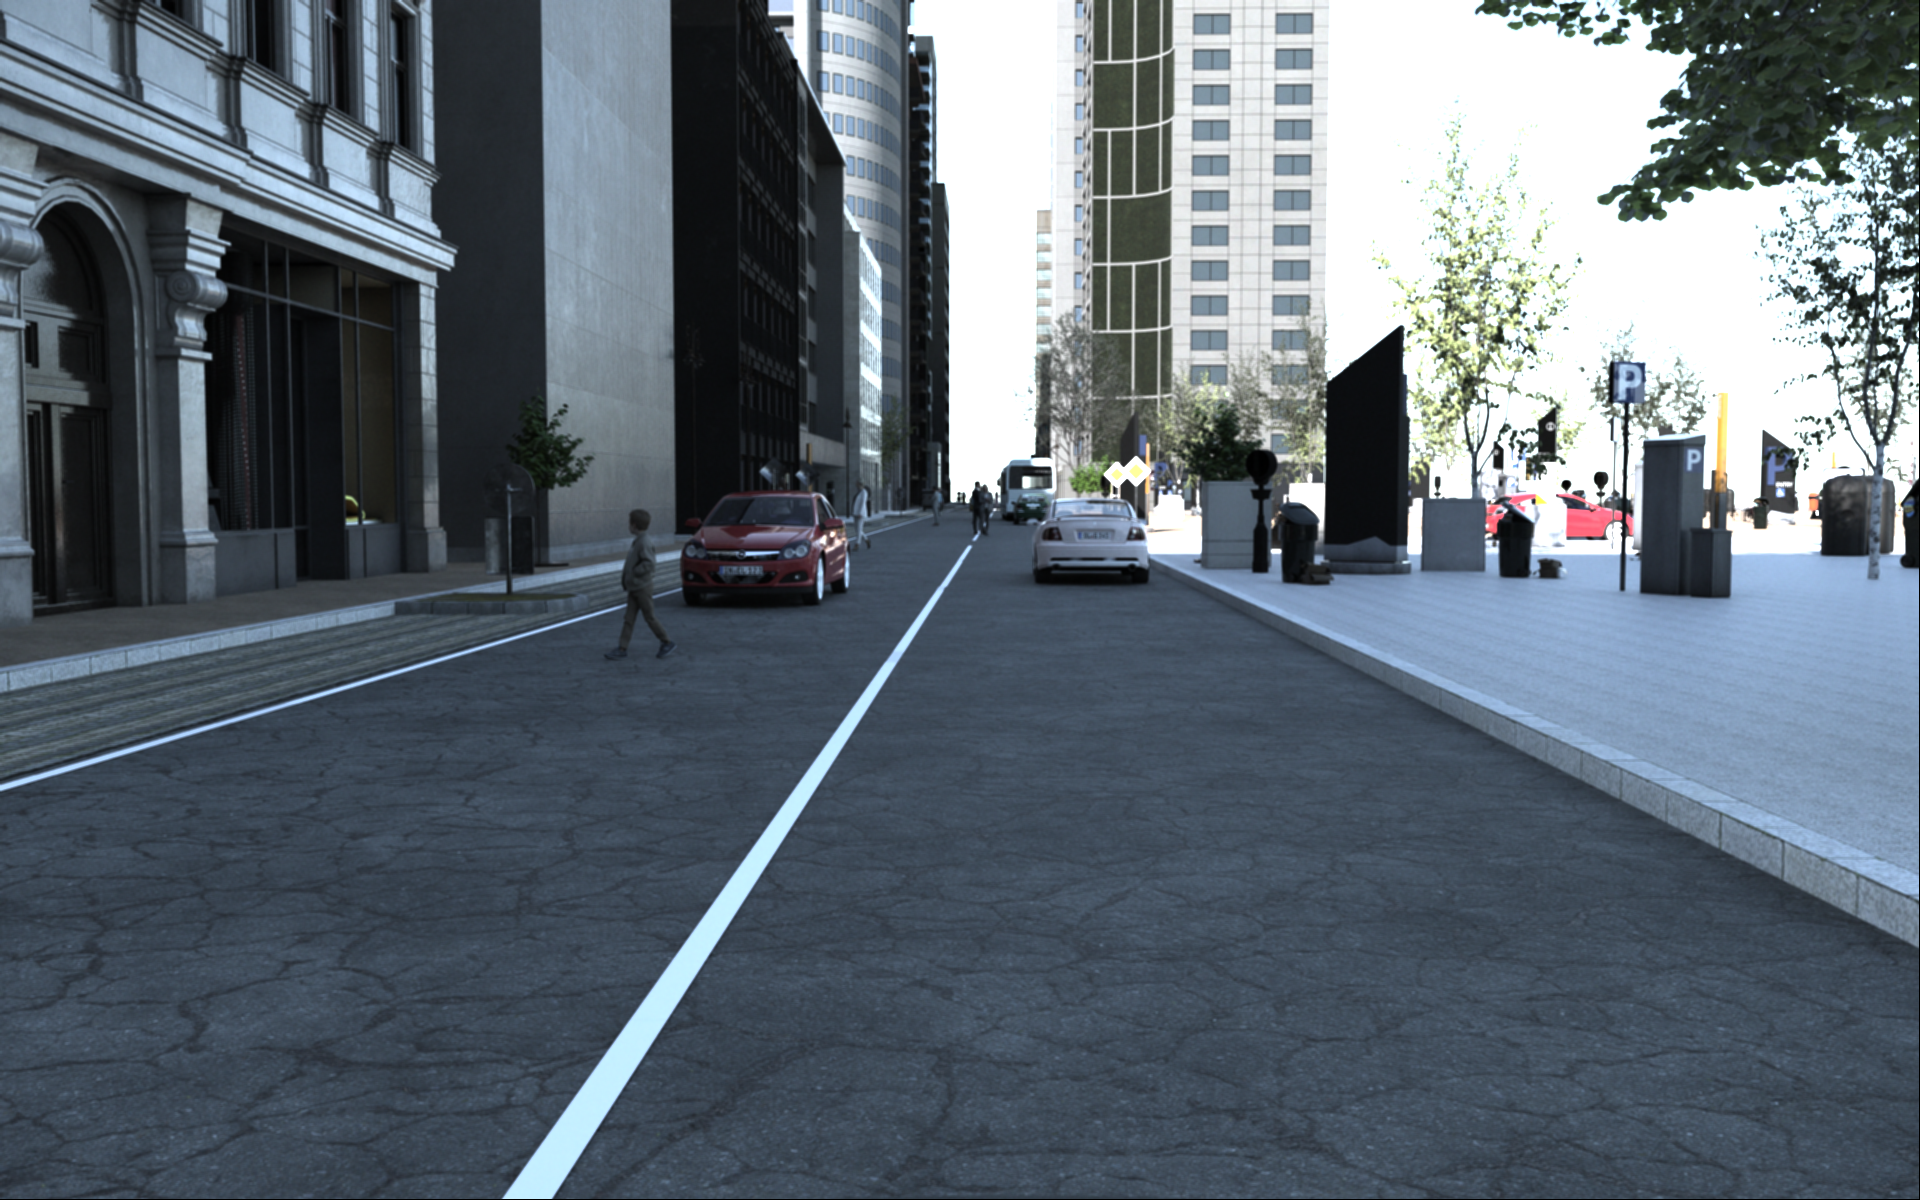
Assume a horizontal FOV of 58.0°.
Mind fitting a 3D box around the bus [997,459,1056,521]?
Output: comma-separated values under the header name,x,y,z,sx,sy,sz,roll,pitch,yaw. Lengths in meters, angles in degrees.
name,x,y,z,sx,sy,sz,roll,pitch,yaw
bus,3.643,-6.201,96.251,2.948,3.499,13.247,0,4,0

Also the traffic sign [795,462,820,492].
name,x,y,z,sx,sy,sz,roll,pitch,yaw
traffic sign,-4.786,-3.110,54.499,0.795,2.450,0.064,0,4,1

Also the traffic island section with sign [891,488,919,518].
name,x,y,z,sx,sy,sz,roll,pitch,yaw
traffic island section with sign,-3.501,-5.858,104.404,1.989,1.847,2.006,0,4,1

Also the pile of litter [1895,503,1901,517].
name,x,y,z,sx,sy,sz,roll,pitch,yaw
pile of litter,51.926,-5.066,96.792,1.176,0.858,1.719,0,4,-1

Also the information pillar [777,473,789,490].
name,x,y,z,sx,sy,sz,roll,pitch,yaw
information pillar,-6.281,-3.492,61.581,0.304,2.012,0.304,3,5,45

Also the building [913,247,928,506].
name,x,y,z,sx,sy,sz,roll,pitch,yaw
building,-10.908,-25.811,193.704,14.160,30.474,14.107,0,4,1

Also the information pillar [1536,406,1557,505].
name,x,y,z,sx,sy,sz,roll,pitch,yaw
information pillar,15.569,-3.339,45.943,0.504,3.616,0.183,2,4,27

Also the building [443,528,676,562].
name,x,y,z,sx,sy,sz,roll,pitch,yaw
building,-22.410,-13.457,39.090,30.058,24.678,14.314,0,4,1

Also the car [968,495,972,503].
name,x,y,z,sx,sy,sz,roll,pitch,yaw
car,2.079,-12.668,219.122,2.014,1.417,4.499,0,4,2

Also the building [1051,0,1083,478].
name,x,y,z,sx,sy,sz,roll,pitch,yaw
building,19.438,-38.376,169.452,21.231,58.520,28.212,0,4,1

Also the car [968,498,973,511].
name,x,y,z,sx,sy,sz,roll,pitch,yaw
car,1.655,-8.223,144.673,2.015,1.641,3.980,0,4,0

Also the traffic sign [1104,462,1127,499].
name,x,y,z,sx,sy,sz,roll,pitch,yaw
traffic sign,4.904,-3.094,54.226,0.795,2.450,0.064,0,4,1

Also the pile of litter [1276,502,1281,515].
name,x,y,z,sx,sy,sz,roll,pitch,yaw
pile of litter,16.734,-4.808,92.571,1.176,0.858,1.719,-1,4,-22

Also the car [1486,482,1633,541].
name,x,y,z,sx,sy,sz,roll,pitch,yaw
car,17.522,-2.533,50.452,4.494,1.783,2.155,0,4,1

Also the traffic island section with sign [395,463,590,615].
name,x,y,z,sx,sy,sz,roll,pitch,yaw
traffic island section with sign,-5.680,-0.781,21.396,1.989,1.847,2.006,0,4,1

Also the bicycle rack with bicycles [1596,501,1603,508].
name,x,y,z,sx,sy,sz,roll,pitch,yaw
bicycle rack with bicycles,46.017,-6.883,125.925,2.852,0.926,2.925,2,4,26

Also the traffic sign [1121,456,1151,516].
name,x,y,z,sx,sy,sz,roll,pitch,yaw
traffic sign,4.695,-2.606,46.243,0.795,2.450,0.064,0,4,1

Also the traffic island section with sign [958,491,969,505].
name,x,y,z,sx,sy,sz,roll,pitch,yaw
traffic island section with sign,-0.050,-13.952,236.748,1.989,1.847,2.006,0,4,1

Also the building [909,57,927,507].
name,x,y,z,sx,sy,sz,roll,pitch,yaw
building,-14.719,-31.638,171.912,22.147,44.769,28.867,0,4,1

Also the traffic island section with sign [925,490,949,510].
name,x,y,z,sx,sy,sz,roll,pitch,yaw
traffic island section with sign,-2.214,-8.878,153.789,1.989,1.847,2.006,0,4,1

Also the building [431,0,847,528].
name,x,y,z,sx,sy,sz,roll,pitch,yaw
building,-13.989,-16.290,85.416,14.314,24.678,30.058,0,4,1

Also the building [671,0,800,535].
name,x,y,z,sx,sy,sz,roll,pitch,yaw
building,-12.840,-14.197,61.805,12.332,23.373,15.834,0,4,1

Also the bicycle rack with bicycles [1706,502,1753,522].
name,x,y,z,sx,sy,sz,roll,pitch,yaw
bicycle rack with bicycles,36.214,-4.076,80.027,2.925,0.926,2.852,-2,4,-30

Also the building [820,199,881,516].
name,x,y,z,sx,sy,sz,roll,pitch,yaw
building,-10.761,-15.554,109.063,10.420,20.320,16.860,0,4,1

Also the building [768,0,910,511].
name,x,y,z,sx,sy,sz,roll,pitch,yaw
building,-15.466,-36.759,143.015,21.231,58.520,28.212,0,4,1

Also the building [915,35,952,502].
name,x,y,z,sx,sy,sz,roll,pitch,yaw
building,-11.765,-51.227,275.807,20.563,71.187,20.611,0,4,1

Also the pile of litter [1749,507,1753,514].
name,x,y,z,sx,sy,sz,roll,pitch,yaw
pile of litter,48.580,-5.583,105.239,1.719,0.858,1.176,-1,4,-17

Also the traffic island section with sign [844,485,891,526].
name,x,y,z,sx,sy,sz,roll,pitch,yaw
traffic island section with sign,-4.222,-4.182,76.997,1.989,1.847,2.006,0,4,1

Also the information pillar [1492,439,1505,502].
name,x,y,z,sx,sy,sz,roll,pitch,yaw
information pillar,22.958,-5.050,73.920,0.504,3.616,0.183,2,4,34

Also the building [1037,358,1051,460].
name,x,y,z,sx,sy,sz,roll,pitch,yaw
building,24.342,-23.481,228.958,27.650,21.520,28.899,0,4,1

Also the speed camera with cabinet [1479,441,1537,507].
name,x,y,z,sx,sy,sz,roll,pitch,yaw
speed camera with cabinet,20.666,-4.338,65.269,2.038,3.252,0.660,0,4,6

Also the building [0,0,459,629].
name,x,y,z,sx,sy,sz,roll,pitch,yaw
building,-13.573,-9.658,8.813,10.553,20.767,40.483,0,4,1

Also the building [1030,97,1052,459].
name,x,y,z,sx,sy,sz,roll,pitch,yaw
building,22.391,-58.636,271.368,22.319,86.520,31.000,0,4,1

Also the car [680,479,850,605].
name,x,y,z,sx,sy,sz,roll,pitch,yaw
car,-2.600,-0.899,23.741,2.155,1.783,4.494,0,4,3

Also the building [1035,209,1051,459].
name,x,y,z,sx,sy,sz,roll,pitch,yaw
building,17.828,-34.642,249.986,14.154,41.232,14.086,0,4,1

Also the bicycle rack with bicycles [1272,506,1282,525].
name,x,y,z,sx,sy,sz,roll,pitch,yaw
bicycle rack with bicycles,12.244,-3.591,72.093,2.925,0.926,2.852,0,4,6

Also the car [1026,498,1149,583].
name,x,y,z,sx,sy,sz,roll,pitch,yaw
car,2.171,-1.039,29.344,2.083,1.381,4.827,0,4,2

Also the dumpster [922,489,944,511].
name,x,y,z,sx,sy,sz,roll,pitch,yaw
dumpster,-2.289,-8.405,145.641,1.865,1.857,1.264,0,4,3

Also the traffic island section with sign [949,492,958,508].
name,x,y,z,sx,sy,sz,roll,pitch,yaw
traffic island section with sign,-1.506,-10.526,180.735,1.989,1.847,2.006,0,4,1

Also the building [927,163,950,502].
name,x,y,z,sx,sy,sz,roll,pitch,yaw
building,-12.470,-38.639,255.443,21.300,48.544,21.600,0,4,1

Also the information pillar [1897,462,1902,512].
name,x,y,z,sx,sy,sz,roll,pitch,yaw
information pillar,67.662,-8.153,124.657,0.183,3.616,0.504,3,5,44

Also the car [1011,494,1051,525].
name,x,y,z,sx,sy,sz,roll,pitch,yaw
car,3.471,-4.323,82.471,2.131,1.459,4.920,0,4,2

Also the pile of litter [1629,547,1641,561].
name,x,y,z,sx,sy,sz,roll,pitch,yaw
pile of litter,13.768,-1.218,33.885,1.719,0.858,1.176,-1,4,-21

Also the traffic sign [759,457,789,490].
name,x,y,z,sx,sy,sz,roll,pitch,yaw
traffic sign,-4.995,-2.622,46.516,0.795,2.450,0.064,0,4,1

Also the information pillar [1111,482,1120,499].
name,x,y,z,sx,sy,sz,roll,pitch,yaw
information pillar,5.626,-3.554,62.592,0.304,2.012,0.304,0,4,7

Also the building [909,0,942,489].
name,x,y,z,sx,sy,sz,roll,pitch,yaw
building,-13.417,-55.957,227.567,22.319,86.520,31.000,0,4,1

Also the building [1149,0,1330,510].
name,x,y,z,sx,sy,sz,roll,pitch,yaw
building,18.718,-43.208,144.710,20.563,71.187,20.611,0,4,1
